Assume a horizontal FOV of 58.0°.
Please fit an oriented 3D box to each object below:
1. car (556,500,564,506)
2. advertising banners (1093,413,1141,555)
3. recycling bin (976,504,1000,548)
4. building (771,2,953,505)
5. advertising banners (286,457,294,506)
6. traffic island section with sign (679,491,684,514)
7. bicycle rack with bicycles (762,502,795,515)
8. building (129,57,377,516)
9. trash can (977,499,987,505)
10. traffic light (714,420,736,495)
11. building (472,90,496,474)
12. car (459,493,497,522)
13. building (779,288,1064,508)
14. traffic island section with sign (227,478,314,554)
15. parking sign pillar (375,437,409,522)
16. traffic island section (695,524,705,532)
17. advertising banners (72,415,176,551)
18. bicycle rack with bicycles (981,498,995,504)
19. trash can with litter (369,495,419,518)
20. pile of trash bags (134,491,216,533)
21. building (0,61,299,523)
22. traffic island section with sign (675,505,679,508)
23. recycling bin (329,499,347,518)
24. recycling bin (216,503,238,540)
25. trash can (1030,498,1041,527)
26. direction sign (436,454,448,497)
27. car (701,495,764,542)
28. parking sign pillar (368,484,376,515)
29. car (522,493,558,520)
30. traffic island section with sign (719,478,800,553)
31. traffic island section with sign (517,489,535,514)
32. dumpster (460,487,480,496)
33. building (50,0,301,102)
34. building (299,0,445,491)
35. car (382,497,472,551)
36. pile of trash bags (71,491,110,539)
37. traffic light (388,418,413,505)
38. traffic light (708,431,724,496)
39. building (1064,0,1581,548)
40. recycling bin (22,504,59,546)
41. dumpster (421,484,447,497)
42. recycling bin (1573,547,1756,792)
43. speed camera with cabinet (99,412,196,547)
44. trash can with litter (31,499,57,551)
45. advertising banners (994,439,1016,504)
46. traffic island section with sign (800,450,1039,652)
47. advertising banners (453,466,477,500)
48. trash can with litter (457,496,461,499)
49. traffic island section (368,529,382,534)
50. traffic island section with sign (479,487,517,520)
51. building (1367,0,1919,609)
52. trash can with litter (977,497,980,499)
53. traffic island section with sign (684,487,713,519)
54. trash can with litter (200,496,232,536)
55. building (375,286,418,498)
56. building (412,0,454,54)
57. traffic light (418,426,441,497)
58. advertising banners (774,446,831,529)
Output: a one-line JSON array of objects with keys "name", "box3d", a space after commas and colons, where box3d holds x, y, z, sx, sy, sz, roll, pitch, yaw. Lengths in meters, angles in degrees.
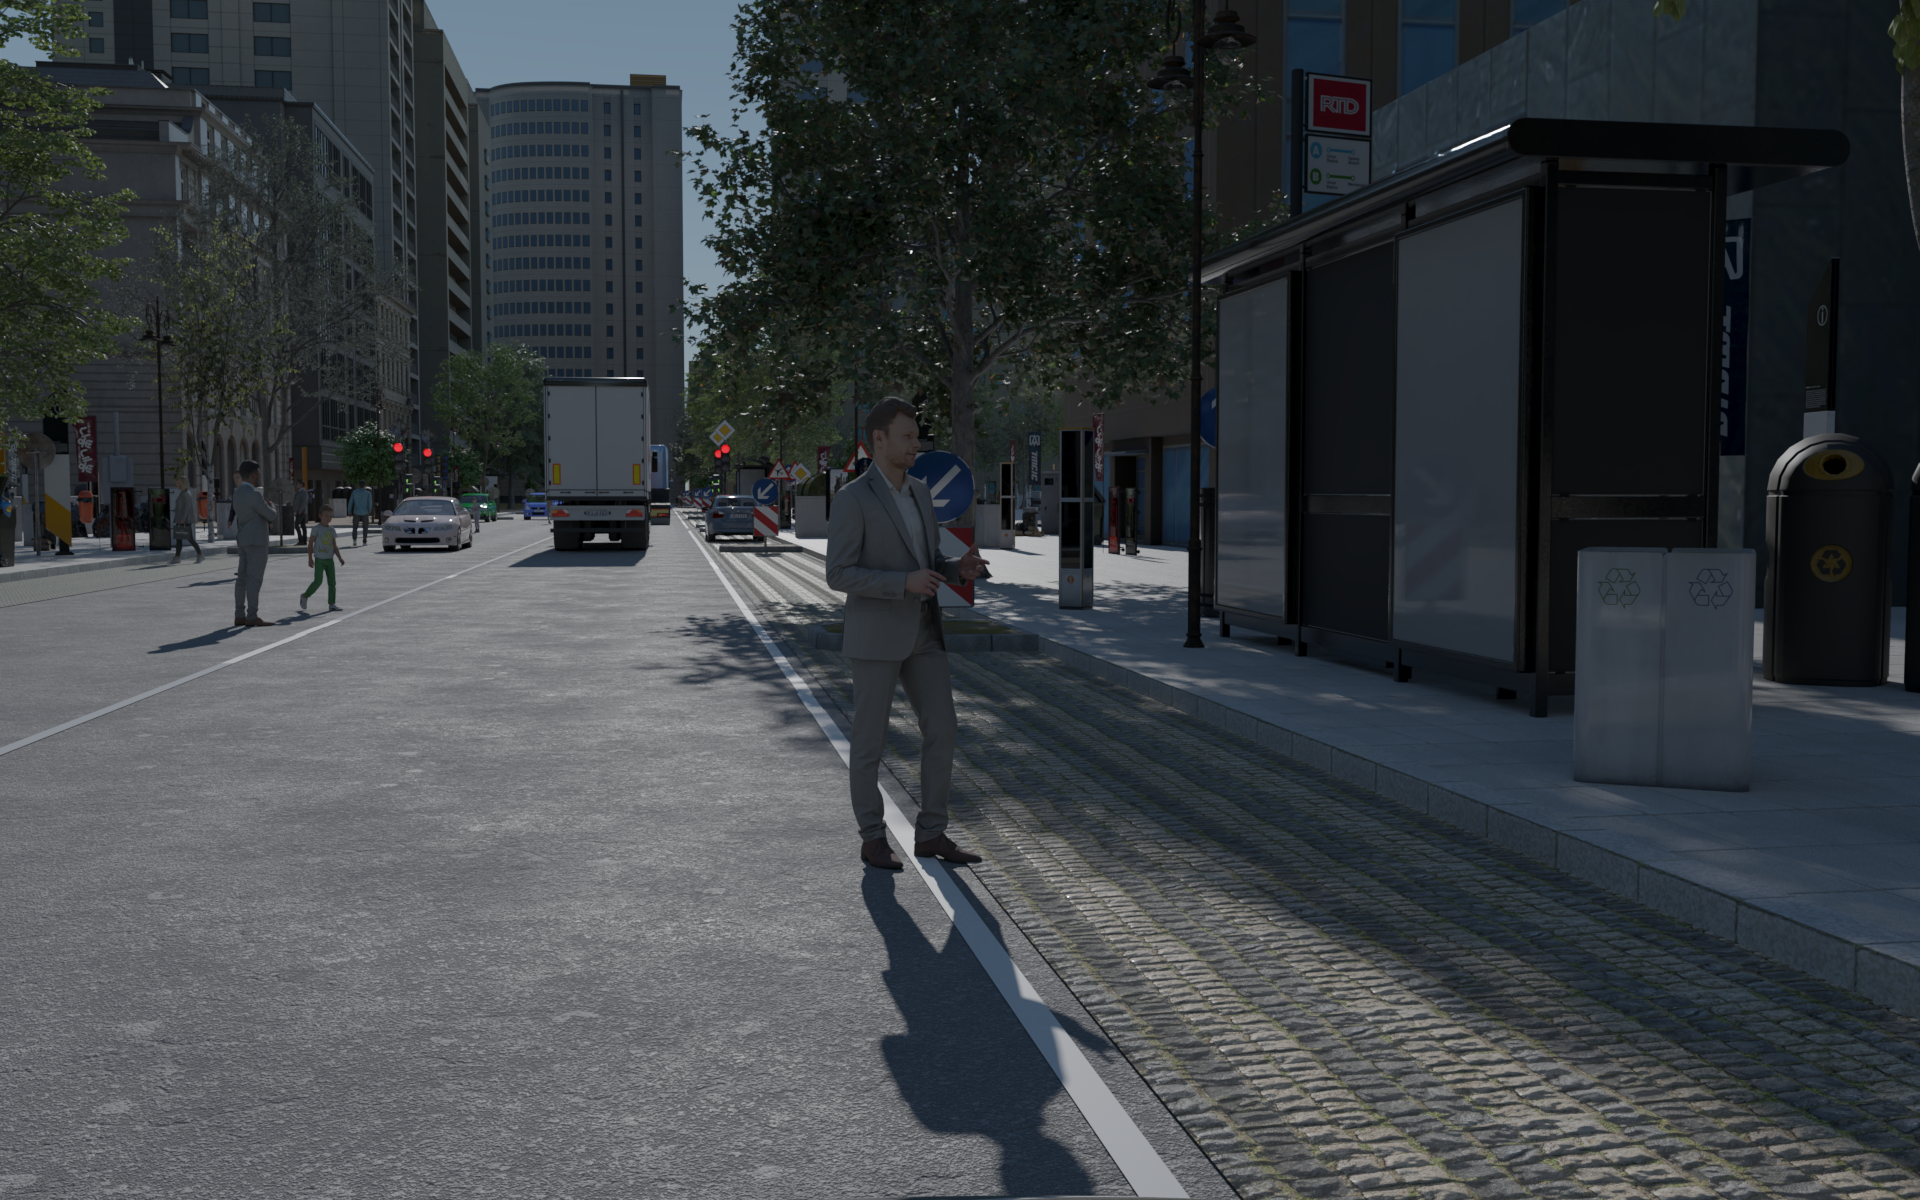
[{"name": "car", "box3d": [-24.406, -5.942, 106.743, 1.945, 1.707, 3.694, -1, 4, -11]}, {"name": "advertising banners", "box3d": [3.312, -2.495, 36.981, 0.090, 3.025, 2.074, -1, 4, -23]}, {"name": "recycling bin", "box3d": [0.690, -1.798, 41.944, 0.722, 1.027, 0.722, -2, 4, -34]}, {"name": "building", "box3d": [-11.550, -40.439, 203.169, 21.231, 58.520, 28.212, -1, 4, -10]}, {"name": "advertising banners", "box3d": [-32.413, -5.318, 83.139, 2.074, 3.025, 0.090, 3, 5, 43]}, {"name": "traffic island section with sign", "box3d": [-19.150, -7.157, 125.643, 1.989, 1.847, 2.006, -1, 4, -10]}, {"name": "bicycle rack with bicycles", "box3d": [-8.340, -4.017, 79.062, 2.852, 0.926, 2.925, -1, 4, -15]}, {"name": "building", "box3d": [-46.440, -19.410, 110.854, 14.314, 27.812, 24.014, -1, 4, -10]}, {"name": "trash can", "box3d": [0.373, -2.173, 47.179, 0.748, 1.137, 0.748, 0, 3, 0]}, {"name": "traffic light", "box3d": [-8.904, -4.689, 65.587, 0.839, 4.253, 0.868, -1, 4, -10]}, {"name": "building", "box3d": [-65.170, -35.129, 198.053, 21.600, 48.544, 21.300, -1, 4, -10]}, {"name": "car", "box3d": [-24.683, -4.858, 88.217, 1.959, 1.807, 4.718, -1, 4, -8]}, {"name": "building", "box3d": [-3.722, -20.285, 176.705, 27.650, 21.520, 28.899, -1, 4, -10]}, {"name": "traffic island section with sign", "box3d": [-16.551, -2.046, 42.088, 1.989, 1.847, 2.006, -1, 4, -10]}, {"name": "parking sign pillar", "box3d": [-26.611, -5.689, 81.485, 1.447, 3.967, 1.447, -1, 4, -20]}, {"name": "traffic island section", "box3d": [-10.213, -3.137, 73.579, 2.009, 0.180, 2.903, -1, 4, -10]}, {"name": "advertising banners", "box3d": [-18.782, -2.611, 38.884, 2.074, 3.025, 0.090, -2, 4, -33]}, {"name": "bicycle rack with bicycles", "box3d": [3.139, -8.375, 150.312, 2.852, 0.926, 2.925, 0, 4, -7]}, {"name": "trash can with litter", "box3d": [-30.697, -5.027, 93.244, 2.233, 1.210, 1.678, 1, 4, 8]}, {"name": "pile of trash bags", "box3d": [-26.847, -2.968, 58.274, 3.447, 1.369, 1.912, -3, 5, -39]}, {"name": "building", "box3d": [-42.476, -15.020, 87.372, 13.314, 21.916, 24.055, -1, 4, -10]}, {"name": "traffic island section with sign", "box3d": [-27.433, -10.115, 174.004, 1.989, 1.847, 2.006, -1, 4, -10]}, {"name": "recycling bin", "box3d": [-33.766, -4.980, 93.977, 0.722, 1.027, 0.722, -3, 5, -39]}, {"name": "recycling bin", "box3d": [-20.679, -2.246, 49.273, 0.722, 1.027, 0.722, -3, 4, -38]}, {"name": "trash can", "box3d": [3.093, -3.469, 68.369, 0.748, 1.137, 0.748, 0, 3, 0]}, {"name": "direction sign", "box3d": [-29.569, -6.537, 98.885, 0.379, 3.537, 0.876, 2, 4, 29]}, {"name": "car", "box3d": [-6.924, -2.521, 53.226, 2.014, 1.417, 4.499, -1, 4, -10]}, {"name": "parking sign pillar", "box3d": [-35.705, -7.129, 105.035, 1.447, 3.967, 1.447, -1, 4, -12]}, {"name": "car", "box3d": [-23.551, -5.358, 97.198, 1.945, 1.707, 3.694, -1, 4, -10]}, {"name": "traffic island section with sign", "box3d": [-4.986, -2.106, 43.067, 1.989, 1.847, 2.006, -1, 4, -10]}, {"name": "traffic island section with sign", "box3d": [-30.342, -6.962, 122.453, 1.989, 1.847, 2.006, -1, 4, -10]}, {"name": "dumpster", "box3d": [-34.672, -7.135, 122.410, 1.264, 1.857, 1.865, -1, 4, -10]}, {"name": "building", "box3d": [-86.998, -46.247, 194.389, 20.611, 71.187, 20.563, -1, 4, -10]}, {"name": "building", "box3d": [-56.627, -43.615, 151.350, 20.563, 71.187, 20.611, -1, 4, -10]}, {"name": "car", "box3d": [-13.748, -1.987, 44.857, 2.083, 1.381, 4.827, -1, 4, -10]}, {"name": "pile of trash bags", "box3d": [-25.697, -2.533, 51.161, 1.912, 1.369, 3.447, -2, 4, -24]}, {"name": "traffic light", "box3d": [-20.543, -4.566, 63.582, 0.839, 4.253, 0.868, -1, 4, -10]}, {"name": "traffic light", "box3d": [-10.254, -5.170, 73.458, 0.839, 4.253, 0.868, -1, 4, -10]}, {"name": "building", "box3d": [11.085, -24.108, 44.282, 14.600, 45.320, 14.200, -1, 4, -10]}, {"name": "recycling bin", "box3d": [-22.824, -1.873, 43.175, 0.722, 1.027, 0.722, 0, 4, 2]}, {"name": "dumpster", "box3d": [-30.483, -5.783, 100.312, 1.264, 1.857, 1.865, -1, 4, -10]}, {"name": "recycling bin", "box3d": [3.202, 0.287, 7.869, 0.722, 1.027, 0.722, 2, 4, 24]}, {"name": "speed camera with cabinet", "box3d": [-19.845, -2.933, 42.298, 2.038, 3.252, 0.660, -2, 4, -34]}, {"name": "trash can with litter", "box3d": [-20.767, -1.712, 39.375, 0.624, 1.170, 1.055, -1, 4, -23]}, {"name": "advertising banners", "box3d": [1.470, -3.676, 56.283, 0.090, 3.025, 2.074, -1, 4, -16]}, {"name": "traffic island section with sign", "box3d": [-0.420, -0.479, 16.463, 1.989, 1.847, 2.006, -1, 4, -10]}, {"name": "advertising banners", "box3d": [-30.218, -6.706, 105.828, 2.074, 3.025, 0.090, 2, 4, 30]}, {"name": "trash can with litter", "box3d": [-32.502, -6.216, 113.024, 0.624, 1.170, 1.055, -1, 4, -21]}, {"name": "traffic island section", "box3d": [-20.584, -2.534, 63.710, 2.009, 0.180, 2.903, -1, 4, -10]}, {"name": "traffic island section with sign", "box3d": [-25.782, -5.337, 95.885, 1.989, 1.847, 2.006, -1, 4, -10]}, {"name": "building", "box3d": [20.569, -42.874, 13.658, 22.319, 86.520, 31.000, -1, 4, -10]}, {"name": "trash can with litter", "box3d": [0.648, -6.256, 113.337, 2.233, 1.210, 1.678, 0, 4, 6]}, {"name": "traffic island section with sign", "box3d": [-14.583, -5.529, 99.019, 1.989, 1.847, 2.006, -1, 4, -10]}, {"name": "trash can with litter", "box3d": [-22.186, -2.587, 53.353, 2.233, 1.210, 1.678, -1, 4, -22]}, {"name": "building", "box3d": [-48.179, -16.399, 132.745, 10.561, 19.102, 19.286, -1, 4, -10]}, {"name": "building", "box3d": [-61.009, -33.598, 173.035, 21.300, 48.544, 21.600, -1, 4, -10]}, {"name": "traffic light", "box3d": [-21.893, -5.048, 71.452, 0.839, 4.253, 0.868, -1, 4, -10]}, {"name": "advertising banners", "box3d": [-5.696, -4.096, 63.163, 2.074, 3.025, 0.090, 1, 4, 11]}]
